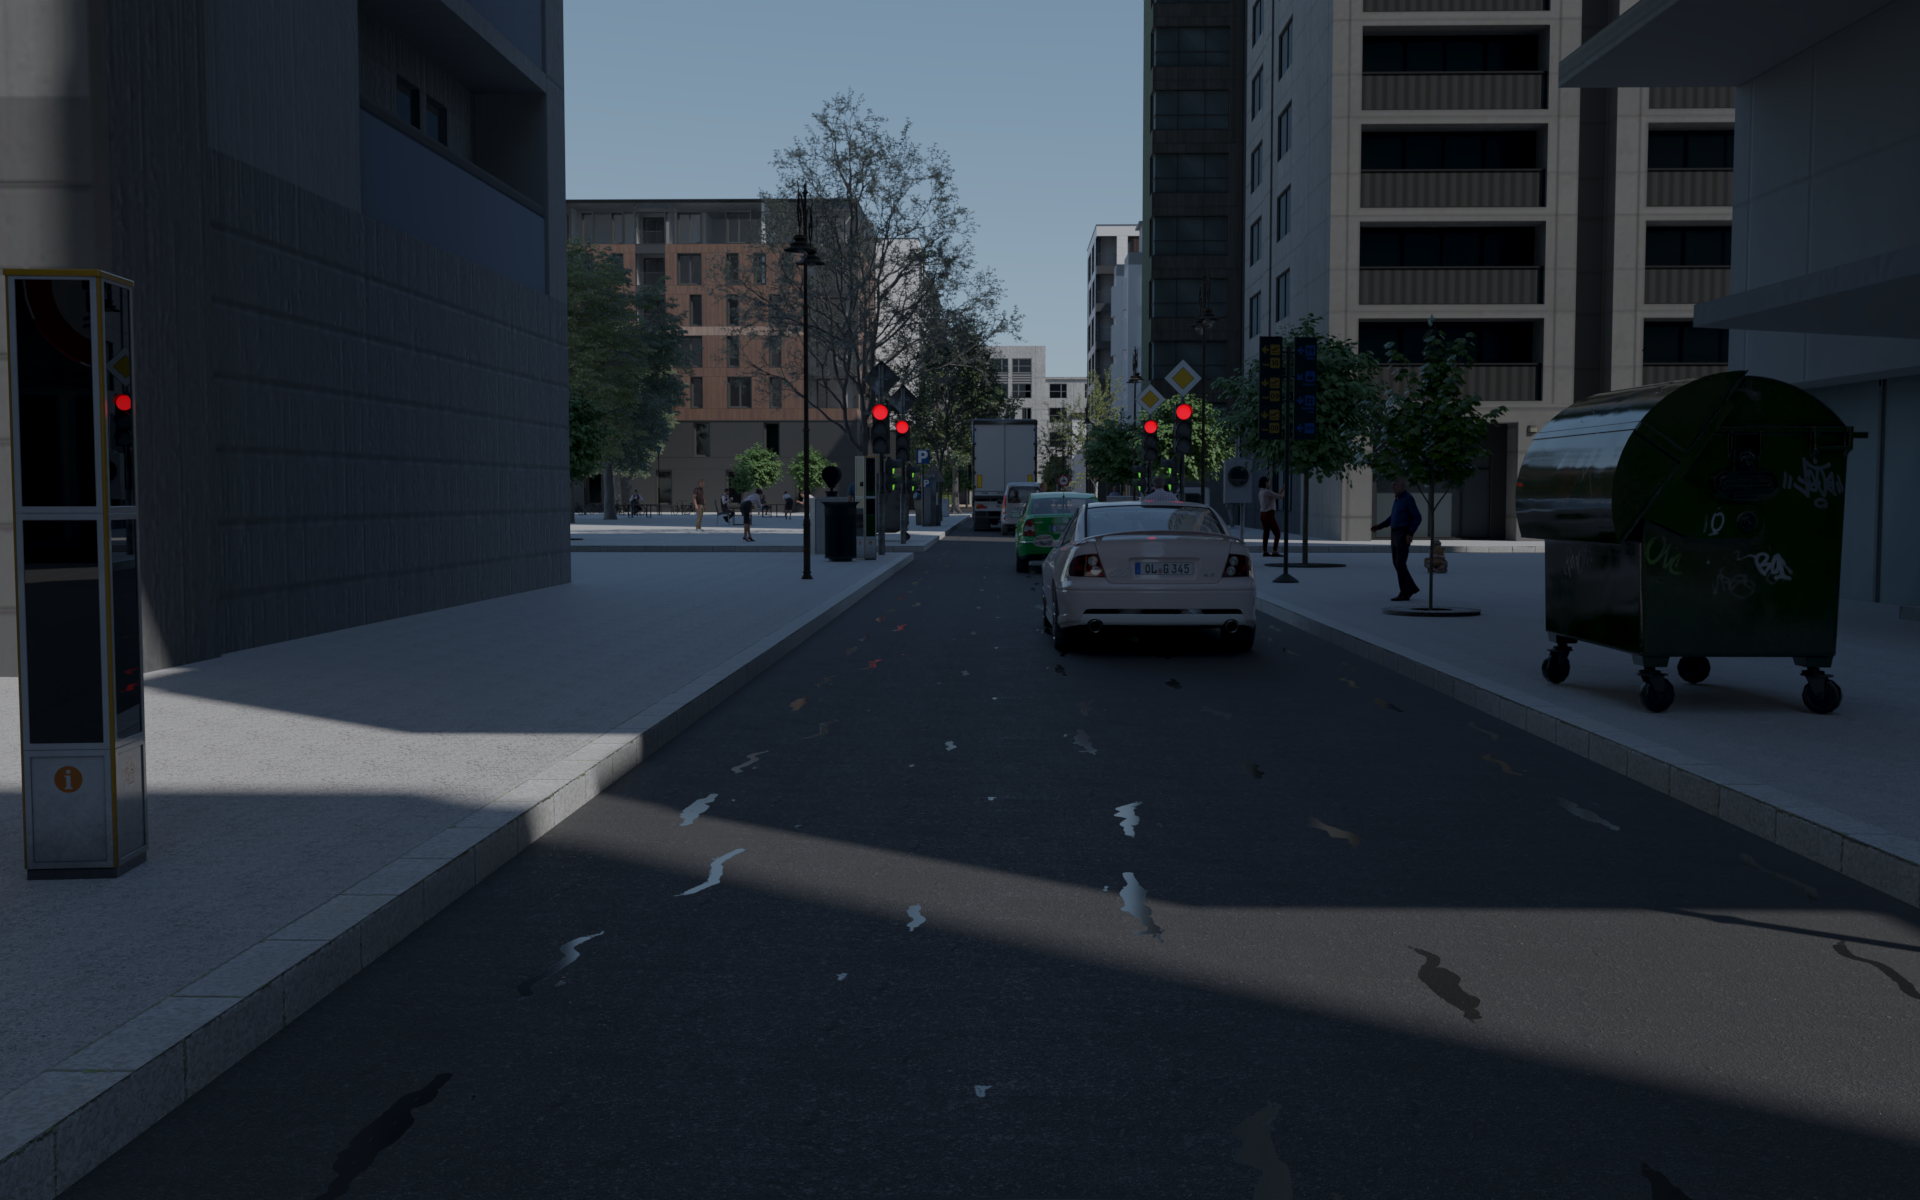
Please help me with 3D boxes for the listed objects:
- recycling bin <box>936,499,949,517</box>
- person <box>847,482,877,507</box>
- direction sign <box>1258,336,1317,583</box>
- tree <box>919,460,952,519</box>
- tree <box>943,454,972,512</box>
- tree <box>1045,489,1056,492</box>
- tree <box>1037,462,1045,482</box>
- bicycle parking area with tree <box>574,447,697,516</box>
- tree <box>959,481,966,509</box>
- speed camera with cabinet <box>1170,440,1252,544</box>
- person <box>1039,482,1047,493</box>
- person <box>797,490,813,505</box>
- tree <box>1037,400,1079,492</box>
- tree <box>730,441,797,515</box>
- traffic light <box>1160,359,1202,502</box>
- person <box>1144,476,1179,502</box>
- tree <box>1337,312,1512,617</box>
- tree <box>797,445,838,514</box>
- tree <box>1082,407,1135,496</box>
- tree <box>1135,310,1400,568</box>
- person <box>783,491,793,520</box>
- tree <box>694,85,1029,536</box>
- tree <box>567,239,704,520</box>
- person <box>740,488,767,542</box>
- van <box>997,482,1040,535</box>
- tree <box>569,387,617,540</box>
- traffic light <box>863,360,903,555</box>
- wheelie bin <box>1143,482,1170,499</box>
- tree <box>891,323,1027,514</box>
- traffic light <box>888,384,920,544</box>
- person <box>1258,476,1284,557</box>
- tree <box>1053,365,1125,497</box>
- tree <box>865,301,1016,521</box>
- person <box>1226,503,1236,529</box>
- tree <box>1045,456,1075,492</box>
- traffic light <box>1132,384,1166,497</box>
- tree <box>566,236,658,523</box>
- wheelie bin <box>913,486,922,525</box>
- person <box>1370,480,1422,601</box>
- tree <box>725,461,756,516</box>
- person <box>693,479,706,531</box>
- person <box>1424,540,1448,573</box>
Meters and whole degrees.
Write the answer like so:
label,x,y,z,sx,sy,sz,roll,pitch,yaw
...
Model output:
label,x,y,z,sx,sy,sz,roll,pitch,yaw
recycling bin,-0.986,-5.155,96.837,0.722,1.027,0.722,0,4,7
person,-2.007,-1.802,35.636,0.598,1.807,0.434,1,4,8
direction sign,4.720,-2.019,25.001,0.876,3.537,0.379,-1,4,-12
tree,-1.468,-5.749,88.592,1.663,3.219,1.824,0,3,0
tree,-0.785,-8.646,125.080,4.285,4.588,4.351,0,3,0
tree,7.851,-9.787,154.615,1.663,3.219,1.824,0,3,0
tree,7.892,-9.791,143.792,4.285,4.588,4.351,0,3,0
bicycle parking area with tree,-20.558,-7.263,105.752,8.231,4.147,9.016,2,4,33
tree,-0.119,-9.544,150.653,1.663,3.219,1.824,0,3,0
speed camera with cabinet,6.384,-3.048,44.168,2.038,3.252,0.660,0,4,4
person,2.346,-2.364,47.709,0.434,1.755,0.990,0,4,-1
person,-5.355,-3.187,61.335,0.628,1.438,0.799,1,4,19
tree,7.353,-11.078,131.484,4.360,8.622,3.978,0,3,0
tree,-12.486,-7.523,106.718,4.285,4.588,4.351,0,3,0
traffic light,4.628,-2.893,36.223,0.839,4.253,0.868,0,4,1
person,3.190,-1.104,27.483,0.756,1.711,0.436,1,4,11
tree,5.078,-1.467,18.589,1.663,3.219,1.824,0,3,0
tree,-9.906,-8.017,114.792,4.285,4.588,4.351,0,3,0
tree,6.367,-4.068,50.224,4.285,4.588,4.351,0,3,0
tree,6.207,-2.870,30.632,4.285,4.588,4.351,0,3,0
person,-8.653,-4.758,87.024,0.799,1.438,0.628,3,4,36
tree,-3.068,-8.736,53.202,12.009,13.543,11.850,0,3,0
tree,-17.554,-10.996,86.444,9.857,13.997,8.962,0,3,0
person,-5.597,-2.298,46.811,0.628,1.438,0.799,1,4,9
van,2.304,-3.339,61.607,2.013,2.044,4.112,0,4,2
tree,-11.227,-3.959,48.441,4.285,4.588,4.351,0,3,0
traffic light,-1.632,-2.901,36.357,0.839,4.253,0.868,0,4,1
wheelie bin,5.305,-2.359,46.474,0.980,1.594,0.693,3,4,38
tree,-0.320,-11.879,111.232,9.611,12.733,9.660,0,3,0
traffic light,-1.440,-3.390,44.340,0.839,4.253,0.868,0,4,1
person,6.391,-1.707,35.405,0.566,1.644,0.517,2,4,24
tree,7.666,-9.097,99.104,4.737,8.622,4.395,0,3,0
tree,-1.153,-9.003,81.606,8.767,10.594,7.601,2,4,29
person,9.993,-3.538,64.021,0.434,1.807,0.598,3,5,44
tree,6.087,-5.002,65.496,4.285,4.588,4.351,0,3,0
traffic light,4.820,-3.381,44.206,0.839,4.253,0.868,0,4,1
tree,-17.248,-9.692,76.588,7.486,12.596,7.792,0,3,0
wheelie bin,-1.515,-3.878,71.319,0.693,1.594,0.980,2,4,34
person,5.254,-0.743,20.887,0.600,1.496,0.574,1,4,14
tree,-12.656,-6.524,101.262,1.663,3.219,1.824,0,3,0
person,-8.947,-3.274,59.701,0.434,1.807,0.598,3,4,36
person,7.713,-0.706,28.065,0.381,0.543,0.357,1,4,14
